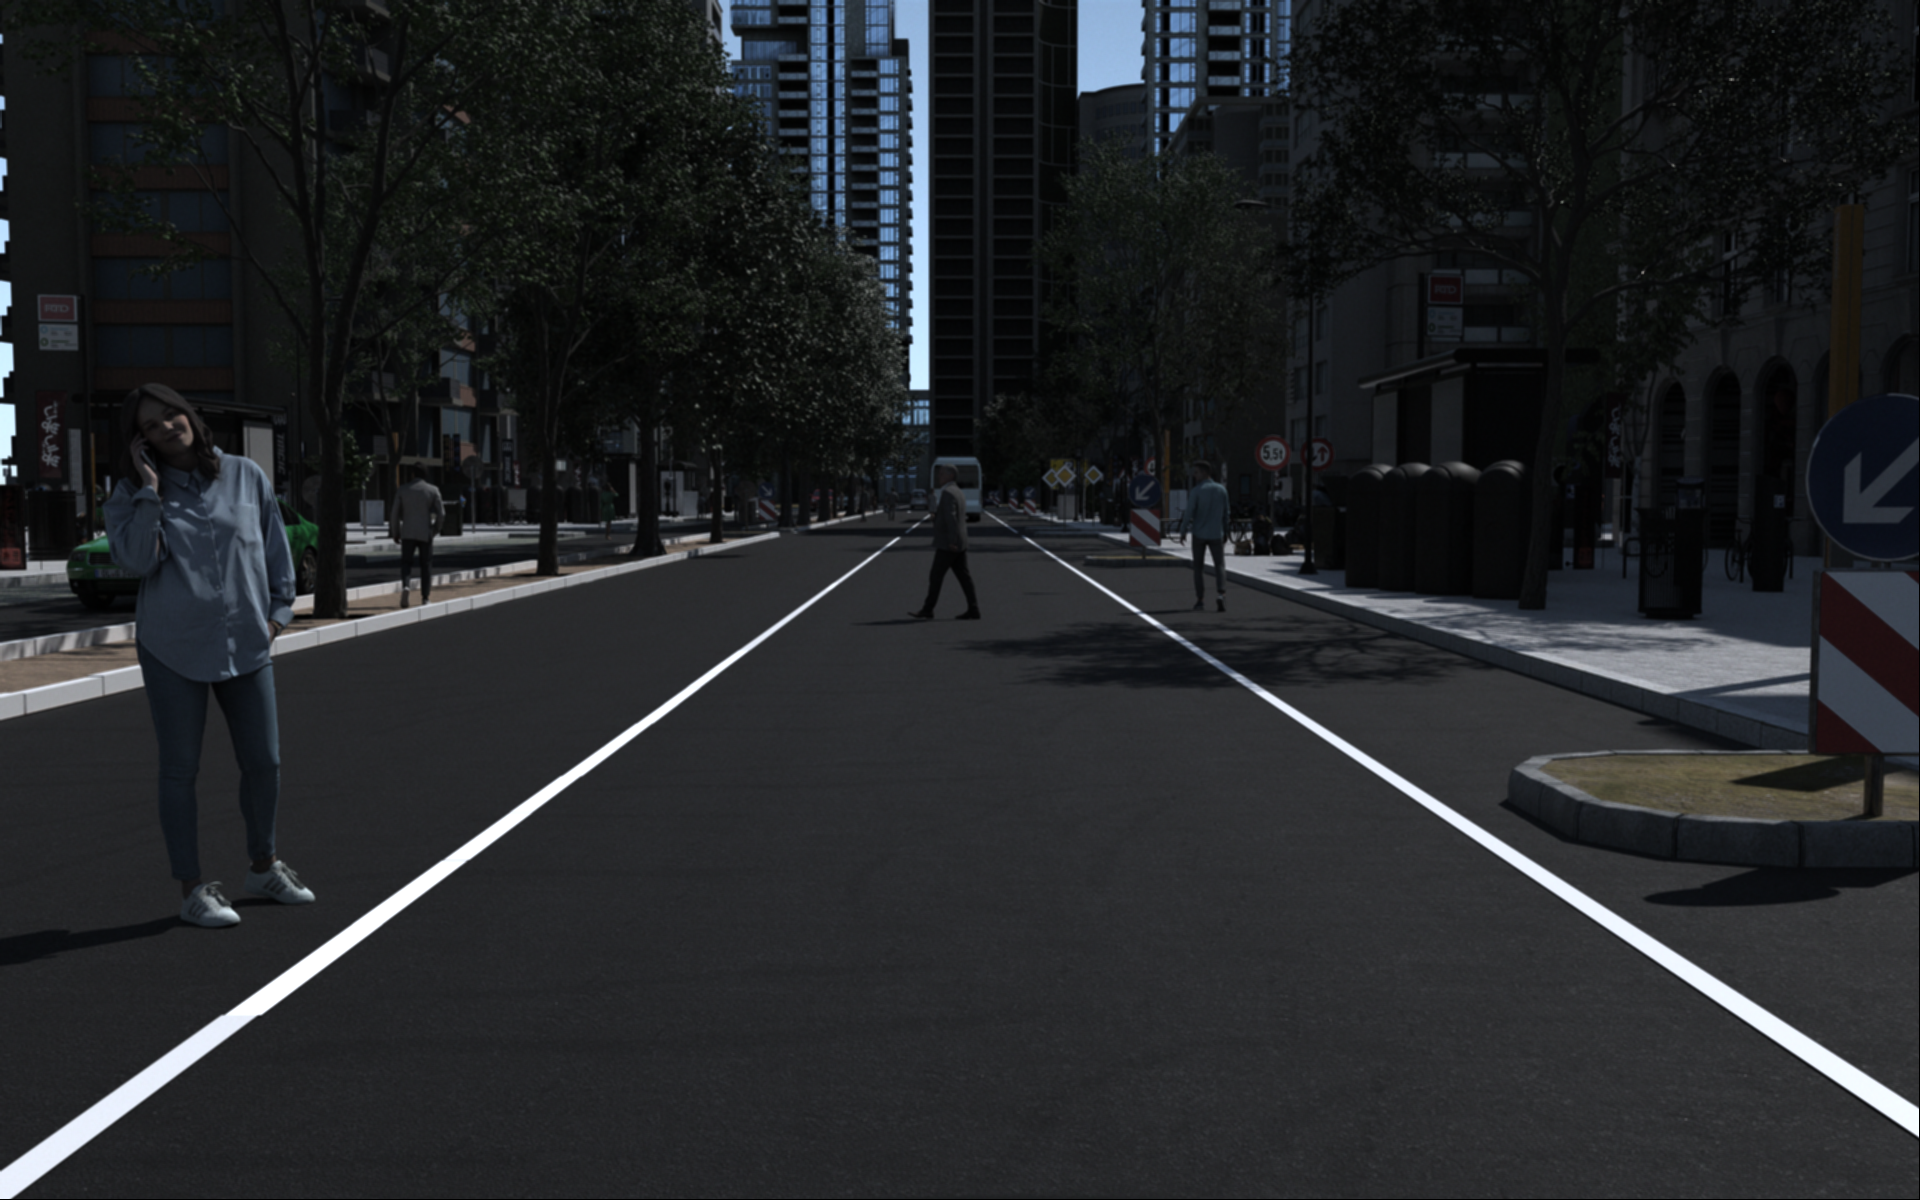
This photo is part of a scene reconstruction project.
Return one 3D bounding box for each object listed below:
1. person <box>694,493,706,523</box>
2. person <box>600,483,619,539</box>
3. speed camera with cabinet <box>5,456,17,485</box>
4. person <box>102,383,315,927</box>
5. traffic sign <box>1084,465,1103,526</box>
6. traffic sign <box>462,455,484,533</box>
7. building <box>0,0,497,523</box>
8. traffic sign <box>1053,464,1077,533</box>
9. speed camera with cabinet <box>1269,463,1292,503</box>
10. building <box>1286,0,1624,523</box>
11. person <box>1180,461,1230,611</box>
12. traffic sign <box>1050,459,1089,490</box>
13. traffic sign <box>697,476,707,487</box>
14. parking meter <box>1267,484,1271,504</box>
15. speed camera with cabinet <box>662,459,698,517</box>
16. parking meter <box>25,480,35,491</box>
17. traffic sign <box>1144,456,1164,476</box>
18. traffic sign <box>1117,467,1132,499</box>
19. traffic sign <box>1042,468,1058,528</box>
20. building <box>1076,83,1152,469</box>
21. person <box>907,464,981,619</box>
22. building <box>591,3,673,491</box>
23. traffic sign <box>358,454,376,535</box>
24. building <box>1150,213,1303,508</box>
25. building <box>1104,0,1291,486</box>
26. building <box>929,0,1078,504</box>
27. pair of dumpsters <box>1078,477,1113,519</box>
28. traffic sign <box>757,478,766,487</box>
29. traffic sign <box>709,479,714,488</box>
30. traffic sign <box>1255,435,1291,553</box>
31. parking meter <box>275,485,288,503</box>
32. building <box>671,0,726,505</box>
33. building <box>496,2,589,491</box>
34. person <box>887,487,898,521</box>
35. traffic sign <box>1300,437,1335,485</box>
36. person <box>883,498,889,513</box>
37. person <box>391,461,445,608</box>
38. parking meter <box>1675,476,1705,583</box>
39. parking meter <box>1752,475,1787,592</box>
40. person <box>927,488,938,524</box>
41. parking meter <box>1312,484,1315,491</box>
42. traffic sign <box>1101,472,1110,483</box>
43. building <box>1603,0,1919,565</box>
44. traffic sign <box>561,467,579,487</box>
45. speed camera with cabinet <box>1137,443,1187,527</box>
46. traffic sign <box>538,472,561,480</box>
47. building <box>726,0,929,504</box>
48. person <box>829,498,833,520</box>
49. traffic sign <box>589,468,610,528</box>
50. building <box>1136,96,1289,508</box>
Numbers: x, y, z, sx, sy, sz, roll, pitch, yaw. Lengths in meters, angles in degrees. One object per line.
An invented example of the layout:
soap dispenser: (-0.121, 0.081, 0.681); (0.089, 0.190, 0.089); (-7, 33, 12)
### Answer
person: (-12.969, -4.608, 86.435); (0.523, 1.515, 0.503); (3, 4, 36)
person: (-11.157, -2.820, 54.851); (0.600, 1.795, 0.529); (0, 4, 6)
speed camera with cabinet: (-48.997, -5.801, 89.178); (0.660, 3.252, 2.038); (0, 4, -7)
person: (-2.515, 0.180, 5.821); (0.793, 1.790, 0.793); (1, 4, 20)
traffic sign: (5.280, -4.118, 68.522); (0.795, 2.450, 0.064); (0, 4, 4)
traffic sign: (-16.022, -3.479, 56.982); (0.768, 2.556, 0.104); (0, 4, 6)
building: (-35.874, -26.581, 89.228); (22.147, 44.769, 28.867); (0, 3, 0)
traffic sign: (3.476, -3.293, 57.479); (0.795, 2.450, 0.064); (0, 3, 0)
speed camera with cabinet: (17.579, -6.159, 95.043); (0.660, 3.252, 2.038); (-1, 4, -11)
building: (23.701, -24.348, 81.678); (14.086, 41.232, 14.154); (0, 3, 0)
person: (3.035, -0.794, 21.348); (0.638, 1.841, 0.748); (0, 4, -1)
traffic sign: (6.278, -6.452, 99.361); (2.265, 3.308, 0.079); (0, 4, 5)
traffic sign: (-17.822, -7.326, 119.887); (0.768, 2.556, 0.104); (1, 4, 8)
parking meter: (18.628, -6.010, 103.981); (0.399, 1.863, 0.255); (-1, 4, -23)
speed camera with cabinet: (-15.996, -6.398, 98.951); (2.038, 3.252, 0.660); (-3, 4, -37)
parking meter: (-39.520, -4.152, 73.600); (0.399, 1.863, 0.255); (-2, 4, -30)
traffic sign: (6.572, -3.560, 58.318); (0.768, 2.556, 0.104); (0, 4, 7)
traffic sign: (7.751, -5.012, 81.947); (0.884, 2.594, 0.081); (0, 4, 1)
traffic sign: (3.470, -3.781, 65.464); (0.795, 2.450, 0.064); (0, 3, 0)
building: (30.476, -42.999, 245.030); (28.212, 58.520, 21.231); (0, 3, 0)
person: (-0.181, -0.668, 19.818); (0.834, 1.777, 0.661); (0, 4, 5)
building: (-37.649, -51.469, 154.195); (22.319, 86.520, 31.000); (0, 3, 0)
traffic sign: (-18.750, -3.327, 54.502); (0.768, 2.556, 0.104); (0, 4, 8)
building: (28.747, -16.890, 121.198); (27.650, 21.520, 28.899); (0, 3, 0)
building: (28.295, -53.550, 188.220); (22.319, 86.520, 31.000); (0, 3, 0)
building: (6.066, -49.248, 243.454); (20.611, 71.187, 20.563); (0, 3, 0)
pair of dumpsters: (7.099, -5.374, 90.364); (1.574, 2.255, 4.437); (0, 3, 0)
traffic sign: (-15.921, -8.479, 138.743); (0.768, 2.556, 0.104); (0, 4, 2)
traffic sign: (-16.720, -7.058, 117.524); (0.606, 2.300, 0.079); (0, 4, 3)
traffic sign: (6.787, -2.294, 37.611); (0.768, 2.556, 0.104); (1, 4, 9)
parking meter: (-19.581, -2.542, 49.968); (0.372, 1.533, 0.369); (0, 3, 0)
building: (-41.077, -39.884, 194.107); (28.212, 58.520, 21.231); (0, 3, 0)
building: (-33.652, -26.616, 118.759); (14.154, 41.232, 14.086); (0, 3, 0)
person: (-3.646, -5.206, 93.823); (0.606, 1.804, 0.583); (0, 4, -3)
traffic sign: (8.007, -2.372, 38.881); (0.768, 2.556, 0.104); (0, 4, 6)
person: (-5.350, -7.047, 129.211); (0.738, 1.151, 1.012); (2, 4, 30)
person: (-6.837, -0.826, 21.847); (0.661, 1.843, 0.795); (-1, 4, -11)
parking meter: (10.167, -0.962, 24.148); (0.372, 1.533, 0.369); (0, 3, 0)
parking meter: (10.644, -0.878, 22.773); (0.372, 1.533, 0.369); (0, 3, 0)
person: (-1.303, -4.565, 83.892); (0.466, 1.731, 0.760); (-3, 5, -42)
parking meter: (8.723, -2.059, 42.084); (0.372, 1.533, 0.369); (0, 3, 0)
traffic sign: (8.222, -6.057, 99.135); (0.768, 2.556, 0.104); (0, 4, 0)
building: (23.156, -11.739, 33.731); (13.314, 21.916, 24.055); (0, 3, 0)
traffic sign: (-18.544, -5.037, 82.356); (0.884, 2.594, 0.081); (0, 4, 0)
speed camera with cabinet: (7.851, -4.458, 67.217); (2.038, 3.252, 0.660); (3, 5, 44)
traffic sign: (-13.618, -3.293, 57.485); (0.795, 2.450, 0.064); (0, 3, 0)
building: (-19.740, -56.967, 244.074); (31.000, 86.520, 22.319); (0, 3, 0)
person: (-7.195, -4.979, 94.926); (0.505, 1.210, 0.382); (1, 4, 13)
traffic sign: (-13.625, -3.782, 65.470); (0.795, 2.450, 0.064); (0, 3, 0)
building: (32.767, -28.765, 162.192); (32.217, 40.220, 23.993); (0, 3, 0)
